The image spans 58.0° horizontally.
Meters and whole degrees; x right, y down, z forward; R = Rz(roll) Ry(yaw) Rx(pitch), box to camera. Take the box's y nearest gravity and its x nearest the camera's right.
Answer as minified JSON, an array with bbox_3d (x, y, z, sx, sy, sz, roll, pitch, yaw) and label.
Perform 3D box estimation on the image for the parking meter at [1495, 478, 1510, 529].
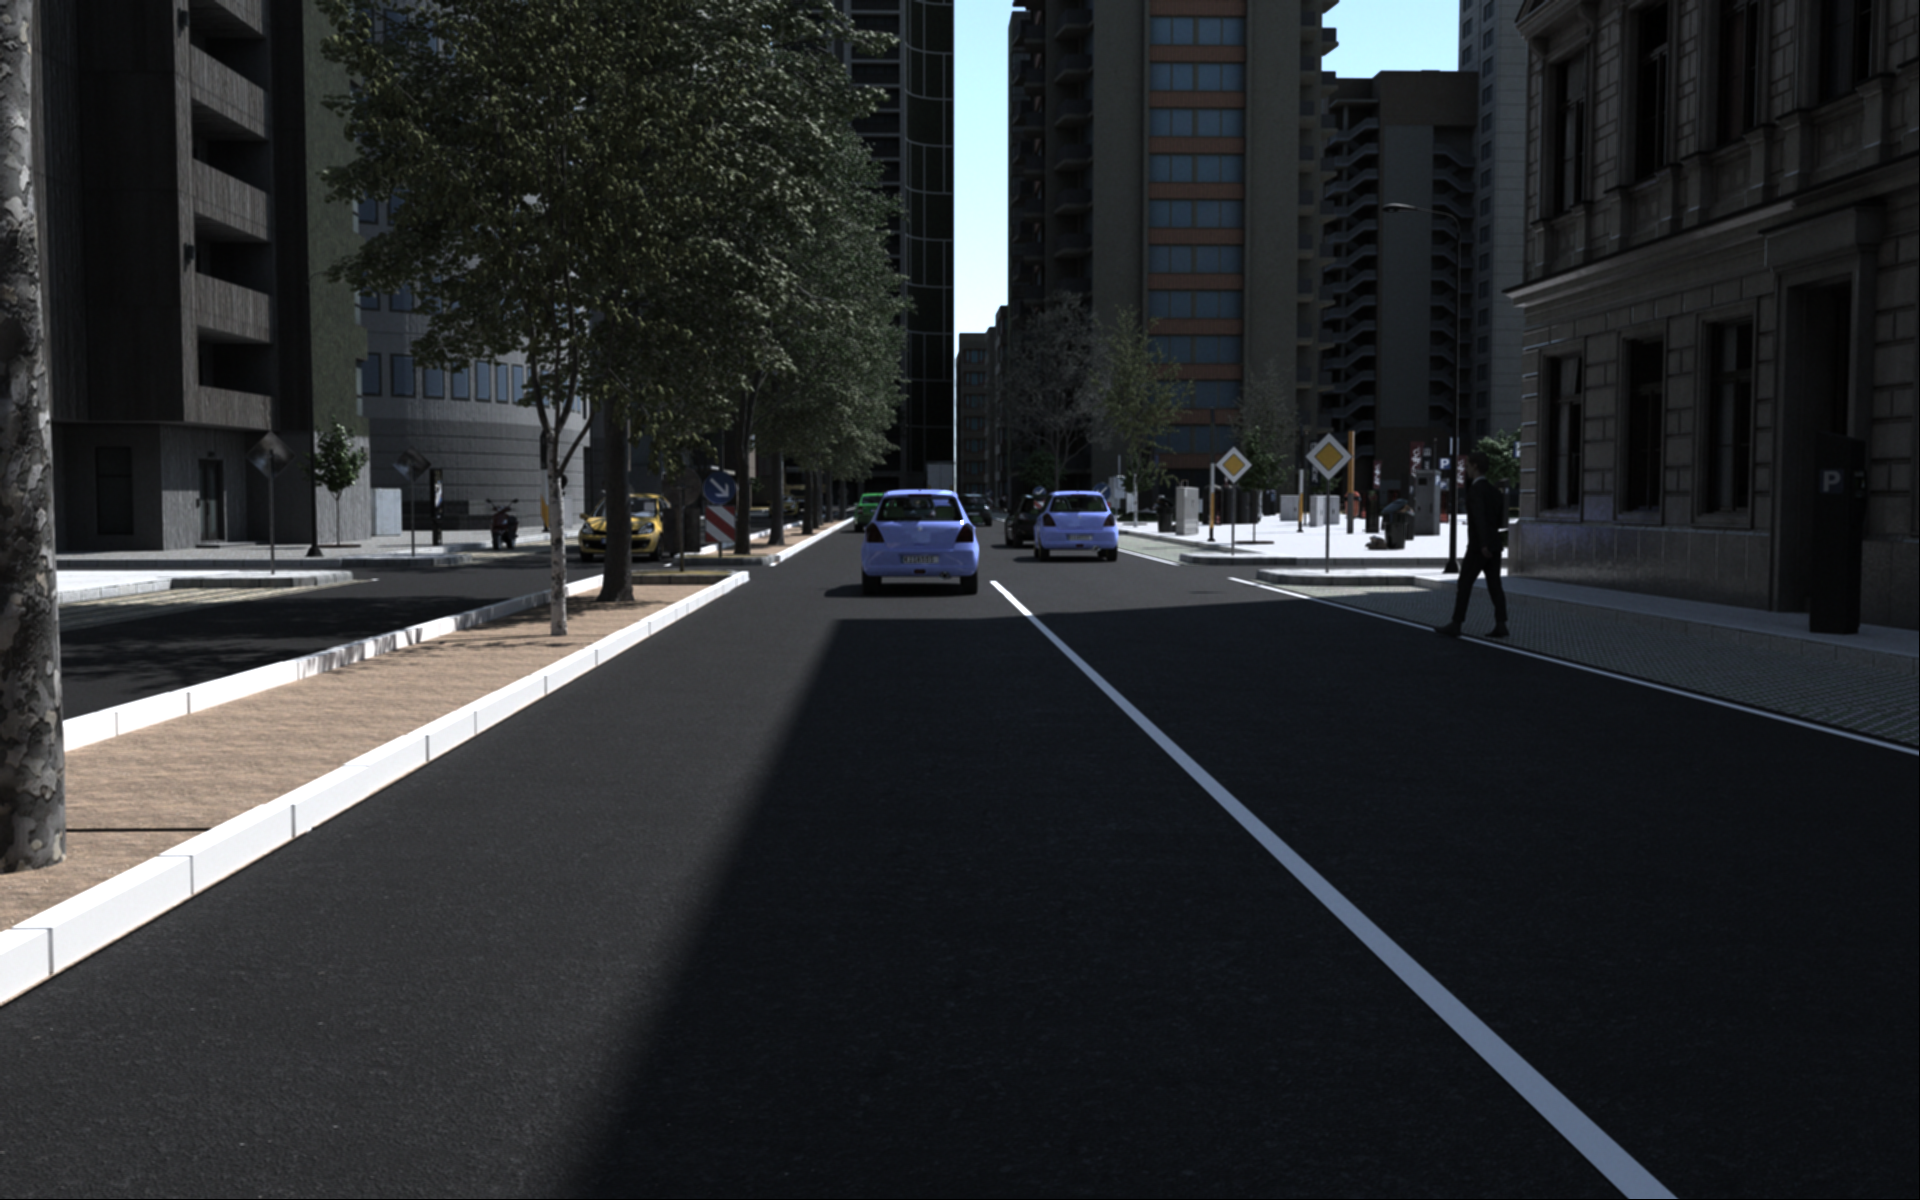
[{"bbox_3d":[20.013,-3.551,63.770,0.399,1.863,0.255,-3,4,-37],"label":"parking meter"}]

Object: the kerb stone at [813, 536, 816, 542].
[{"bbox_3d":[-4.326,-1.713,50.249,0.120,0.150,1.000,0,4,-2],"label":"kerb stone"}]

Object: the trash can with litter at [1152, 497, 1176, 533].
[{"bbox_3d":[6.968,-2.835,57.746,1.055,1.170,0.624,-3,5,-40],"label":"trash can with litter"}]

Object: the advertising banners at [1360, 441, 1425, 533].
[{"bbox_3d":[14.321,-3.729,57.150,2.074,3.025,0.090,0,4,-7],"label":"advertising banners"}]

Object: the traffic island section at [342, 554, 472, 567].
[{"bbox_3d":[-11.262,-0.815,35.610,2.009,0.180,2.903,0,4,-2],"label":"traffic island section"}]

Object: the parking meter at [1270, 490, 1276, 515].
[{"bbox_3d":[18.926,-5.896,104.804,0.372,1.533,0.369,0,3,0],"label":"parking meter"}]

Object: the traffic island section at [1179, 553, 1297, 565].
[{"bbox_3d":[5.720,-0.851,36.197,2.009,0.180,2.903,0,4,-2],"label":"traffic island section"}]

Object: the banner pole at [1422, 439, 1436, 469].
[{"bbox_3d":[21.404,-5.436,78.903,0.401,3.779,0.863,-3,5,-44],"label":"banner pole"}]

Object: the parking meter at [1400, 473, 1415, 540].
[{"bbox_3d":[12.433,-2.595,48.135,0.255,1.863,0.399,3,5,44],"label":"parking meter"}]

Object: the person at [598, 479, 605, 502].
[{"bbox_3d":[-8.567,-2.051,42.135,0.767,1.812,0.694,0,4,-5],"label":"person"}]

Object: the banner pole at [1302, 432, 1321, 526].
[{"bbox_3d":[14.194,-4.893,70.019,0.863,3.779,0.401,2,4,30],"label":"banner pole"}]

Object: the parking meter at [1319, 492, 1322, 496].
[{"bbox_3d":[22.385,-6.241,107.755,0.255,1.863,0.399,2,4,23],"label":"parking meter"}]

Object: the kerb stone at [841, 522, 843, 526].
[{"bbox_3d":[-5.114,-3.094,72.777,0.120,0.150,1.000,0,4,-2],"label":"kerb stone"}]

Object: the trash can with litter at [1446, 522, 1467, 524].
[{"bbox_3d":[21.856,-3.858,74.136,2.233,1.210,1.678,0,4,1],"label":"trash can with litter"}]

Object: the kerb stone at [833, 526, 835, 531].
[{"bbox_3d":[-4.824,-2.589,64.586,0.120,0.150,1.000,0,4,-2],"label":"kerb stone"}]

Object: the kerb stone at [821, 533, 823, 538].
[{"bbox_3d":[-4.471,-1.962,54.351,0.120,0.150,1.000,0,4,-2],"label":"kerb stone"}]

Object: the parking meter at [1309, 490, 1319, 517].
[{"bbox_3d":[19.424,-5.481,95.330,0.255,1.863,0.399,2,4,35],"label":"parking meter"}]

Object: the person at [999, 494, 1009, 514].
[{"bbox_3d":[3.167,-6.886,124.271,0.799,1.438,0.628,0,4,7],"label":"person"}]

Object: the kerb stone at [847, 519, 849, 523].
[{"bbox_3d":[-5.403,-3.597,81.005,0.120,0.150,1.000,0,4,-2],"label":"kerb stone"}]

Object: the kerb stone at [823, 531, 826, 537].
[{"bbox_3d":[-4.539,-2.092,56.404,0.120,0.150,1.000,0,4,-2],"label":"kerb stone"}]

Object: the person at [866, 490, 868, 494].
[{"bbox_3d":[-9.947,-10.866,186.182,1.348,1.821,0.705,1,4,15],"label":"person"}]

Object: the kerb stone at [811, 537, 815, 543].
[{"bbox_3d":[-4.290,-1.651,49.227,0.120,0.150,1.000,0,4,-2],"label":"kerb stone"}]

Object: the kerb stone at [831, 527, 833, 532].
[{"bbox_3d":[-4.756,-2.468,62.542,0.120,0.150,1.000,0,4,-2],"label":"kerb stone"}]

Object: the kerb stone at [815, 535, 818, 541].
[{"bbox_3d":[-4.359,-1.779,51.284,0.120,0.150,1.000,0,4,-2],"label":"kerb stone"}]

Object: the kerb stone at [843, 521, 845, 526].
[{"bbox_3d":[-5.221,-3.281,75.860,0.120,0.150,1.000,0,4,-2],"label":"kerb stone"}]

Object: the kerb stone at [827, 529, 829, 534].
[{"bbox_3d":[-4.650,-2.280,59.475,0.120,0.150,1.000,0,4,-2],"label":"kerb stone"}]

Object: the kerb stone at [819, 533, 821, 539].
[{"bbox_3d":[-4.426,-1.904,53.330,0.120,0.150,1.000,0,4,-2],"label":"kerb stone"}]

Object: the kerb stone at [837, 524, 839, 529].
[{"bbox_3d":[-4.973,-2.844,68.689,0.120,0.150,1.000,0,4,-2],"label":"kerb stone"}]

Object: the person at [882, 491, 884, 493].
[{"bbox_3d":[-7.991,-10.376,178.860,1.217,1.743,0.721,-1,4,-19],"label":"person"}]

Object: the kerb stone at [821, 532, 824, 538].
[{"bbox_3d":[-4.507,-2.015,55.380,0.120,0.150,1.000,0,4,-2],"label":"kerb stone"}]

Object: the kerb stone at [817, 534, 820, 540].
[{"bbox_3d":[-4.399,-1.834,52.306,0.120,0.150,1.000,0,4,-2],"label":"kerb stone"}]

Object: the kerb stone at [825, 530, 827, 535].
[{"bbox_3d":[-4.571,-2.155,57.425,0.120,0.150,1.000,0,4,-2],"label":"kerb stone"}]

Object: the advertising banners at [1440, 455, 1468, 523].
[{"bbox_3d":[21.601,-4.967,77.406,2.074,3.025,0.090,1,4,11],"label":"advertising banners"}]

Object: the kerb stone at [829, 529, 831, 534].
[{"bbox_3d":[-4.688,-2.340,60.499,0.120,0.150,1.000,0,4,-2],"label":"kerb stone"}]

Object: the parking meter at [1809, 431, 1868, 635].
[{"bbox_3d":[8.076,-0.624,15.920,0.255,1.863,0.399,-2,4,-35],"label":"parking meter"}]

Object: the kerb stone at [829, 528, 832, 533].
[{"bbox_3d":[-4.713,-2.405,61.521,0.120,0.150,1.000,0,4,-2],"label":"kerb stone"}]

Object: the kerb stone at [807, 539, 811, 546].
[{"bbox_3d":[-4.219,-1.528,47.174,0.120,0.150,1.000,0,4,-2],"label":"kerb stone"}]

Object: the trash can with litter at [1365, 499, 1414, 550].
[{"bbox_3d":[9.936,-1.755,40.084,1.055,1.170,0.624,-2,4,-31],"label":"trash can with litter"}]

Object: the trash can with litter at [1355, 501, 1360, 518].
[{"bbox_3d":[21.475,-5.002,93.164,0.624,1.170,1.055,-3,5,-41],"label":"trash can with litter"}]

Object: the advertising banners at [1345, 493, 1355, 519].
[{"bbox_3d":[20.910,-5.717,89.657,2.074,3.025,0.090,-1,4,-14],"label":"advertising banners"}]

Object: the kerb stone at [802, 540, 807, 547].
[{"bbox_3d":[-4.142,-1.402,45.116,0.120,0.150,1.000,0,4,-2],"label":"kerb stone"}]

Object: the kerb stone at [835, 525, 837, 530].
[{"bbox_3d":[-4.892,-2.718,66.629,0.120,0.150,1.000,0,4,-2],"label":"kerb stone"}]

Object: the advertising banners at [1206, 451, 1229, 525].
[{"bbox_3d":[10.641,-4.594,71.307,0.090,3.025,2.074,-1,4,-17],"label":"advertising banners"}]

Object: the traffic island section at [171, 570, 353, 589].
[{"bbox_3d":[-10.983,-0.327,27.630,2.009,0.180,2.903,0,4,-2],"label":"traffic island section"}]

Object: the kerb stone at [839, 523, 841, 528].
[{"bbox_3d":[-5.036,-2.969,70.733,0.120,0.150,1.000,0,4,-2],"label":"kerb stone"}]

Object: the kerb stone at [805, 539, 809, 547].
[{"bbox_3d":[-4.182,-1.465,46.147,0.120,0.150,1.000,0,4,-2],"label":"kerb stone"}]

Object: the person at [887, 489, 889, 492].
[{"bbox_3d":[-5.928,-8.107,140.911,0.709,1.838,0.599,3,4,36],"label":"person"}]

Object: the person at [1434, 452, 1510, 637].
[{"bbox_3d":[5.129,-0.550,17.264,0.659,1.850,0.755,-3,5,-42],"label":"person"}]

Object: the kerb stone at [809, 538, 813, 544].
[{"bbox_3d":[-4.248,-1.591,48.200,0.120,0.150,1.000,0,4,-2],"label":"kerb stone"}]

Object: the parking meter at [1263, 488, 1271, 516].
[{"bbox_3d":[18.083,-5.889,101.998,0.399,1.863,0.255,-1,4,-22],"label":"parking meter"}]

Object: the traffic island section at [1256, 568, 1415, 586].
[{"bbox_3d":[5.999,-0.363,28.217,2.009,0.180,2.903,0,4,-2],"label":"traffic island section"}]
